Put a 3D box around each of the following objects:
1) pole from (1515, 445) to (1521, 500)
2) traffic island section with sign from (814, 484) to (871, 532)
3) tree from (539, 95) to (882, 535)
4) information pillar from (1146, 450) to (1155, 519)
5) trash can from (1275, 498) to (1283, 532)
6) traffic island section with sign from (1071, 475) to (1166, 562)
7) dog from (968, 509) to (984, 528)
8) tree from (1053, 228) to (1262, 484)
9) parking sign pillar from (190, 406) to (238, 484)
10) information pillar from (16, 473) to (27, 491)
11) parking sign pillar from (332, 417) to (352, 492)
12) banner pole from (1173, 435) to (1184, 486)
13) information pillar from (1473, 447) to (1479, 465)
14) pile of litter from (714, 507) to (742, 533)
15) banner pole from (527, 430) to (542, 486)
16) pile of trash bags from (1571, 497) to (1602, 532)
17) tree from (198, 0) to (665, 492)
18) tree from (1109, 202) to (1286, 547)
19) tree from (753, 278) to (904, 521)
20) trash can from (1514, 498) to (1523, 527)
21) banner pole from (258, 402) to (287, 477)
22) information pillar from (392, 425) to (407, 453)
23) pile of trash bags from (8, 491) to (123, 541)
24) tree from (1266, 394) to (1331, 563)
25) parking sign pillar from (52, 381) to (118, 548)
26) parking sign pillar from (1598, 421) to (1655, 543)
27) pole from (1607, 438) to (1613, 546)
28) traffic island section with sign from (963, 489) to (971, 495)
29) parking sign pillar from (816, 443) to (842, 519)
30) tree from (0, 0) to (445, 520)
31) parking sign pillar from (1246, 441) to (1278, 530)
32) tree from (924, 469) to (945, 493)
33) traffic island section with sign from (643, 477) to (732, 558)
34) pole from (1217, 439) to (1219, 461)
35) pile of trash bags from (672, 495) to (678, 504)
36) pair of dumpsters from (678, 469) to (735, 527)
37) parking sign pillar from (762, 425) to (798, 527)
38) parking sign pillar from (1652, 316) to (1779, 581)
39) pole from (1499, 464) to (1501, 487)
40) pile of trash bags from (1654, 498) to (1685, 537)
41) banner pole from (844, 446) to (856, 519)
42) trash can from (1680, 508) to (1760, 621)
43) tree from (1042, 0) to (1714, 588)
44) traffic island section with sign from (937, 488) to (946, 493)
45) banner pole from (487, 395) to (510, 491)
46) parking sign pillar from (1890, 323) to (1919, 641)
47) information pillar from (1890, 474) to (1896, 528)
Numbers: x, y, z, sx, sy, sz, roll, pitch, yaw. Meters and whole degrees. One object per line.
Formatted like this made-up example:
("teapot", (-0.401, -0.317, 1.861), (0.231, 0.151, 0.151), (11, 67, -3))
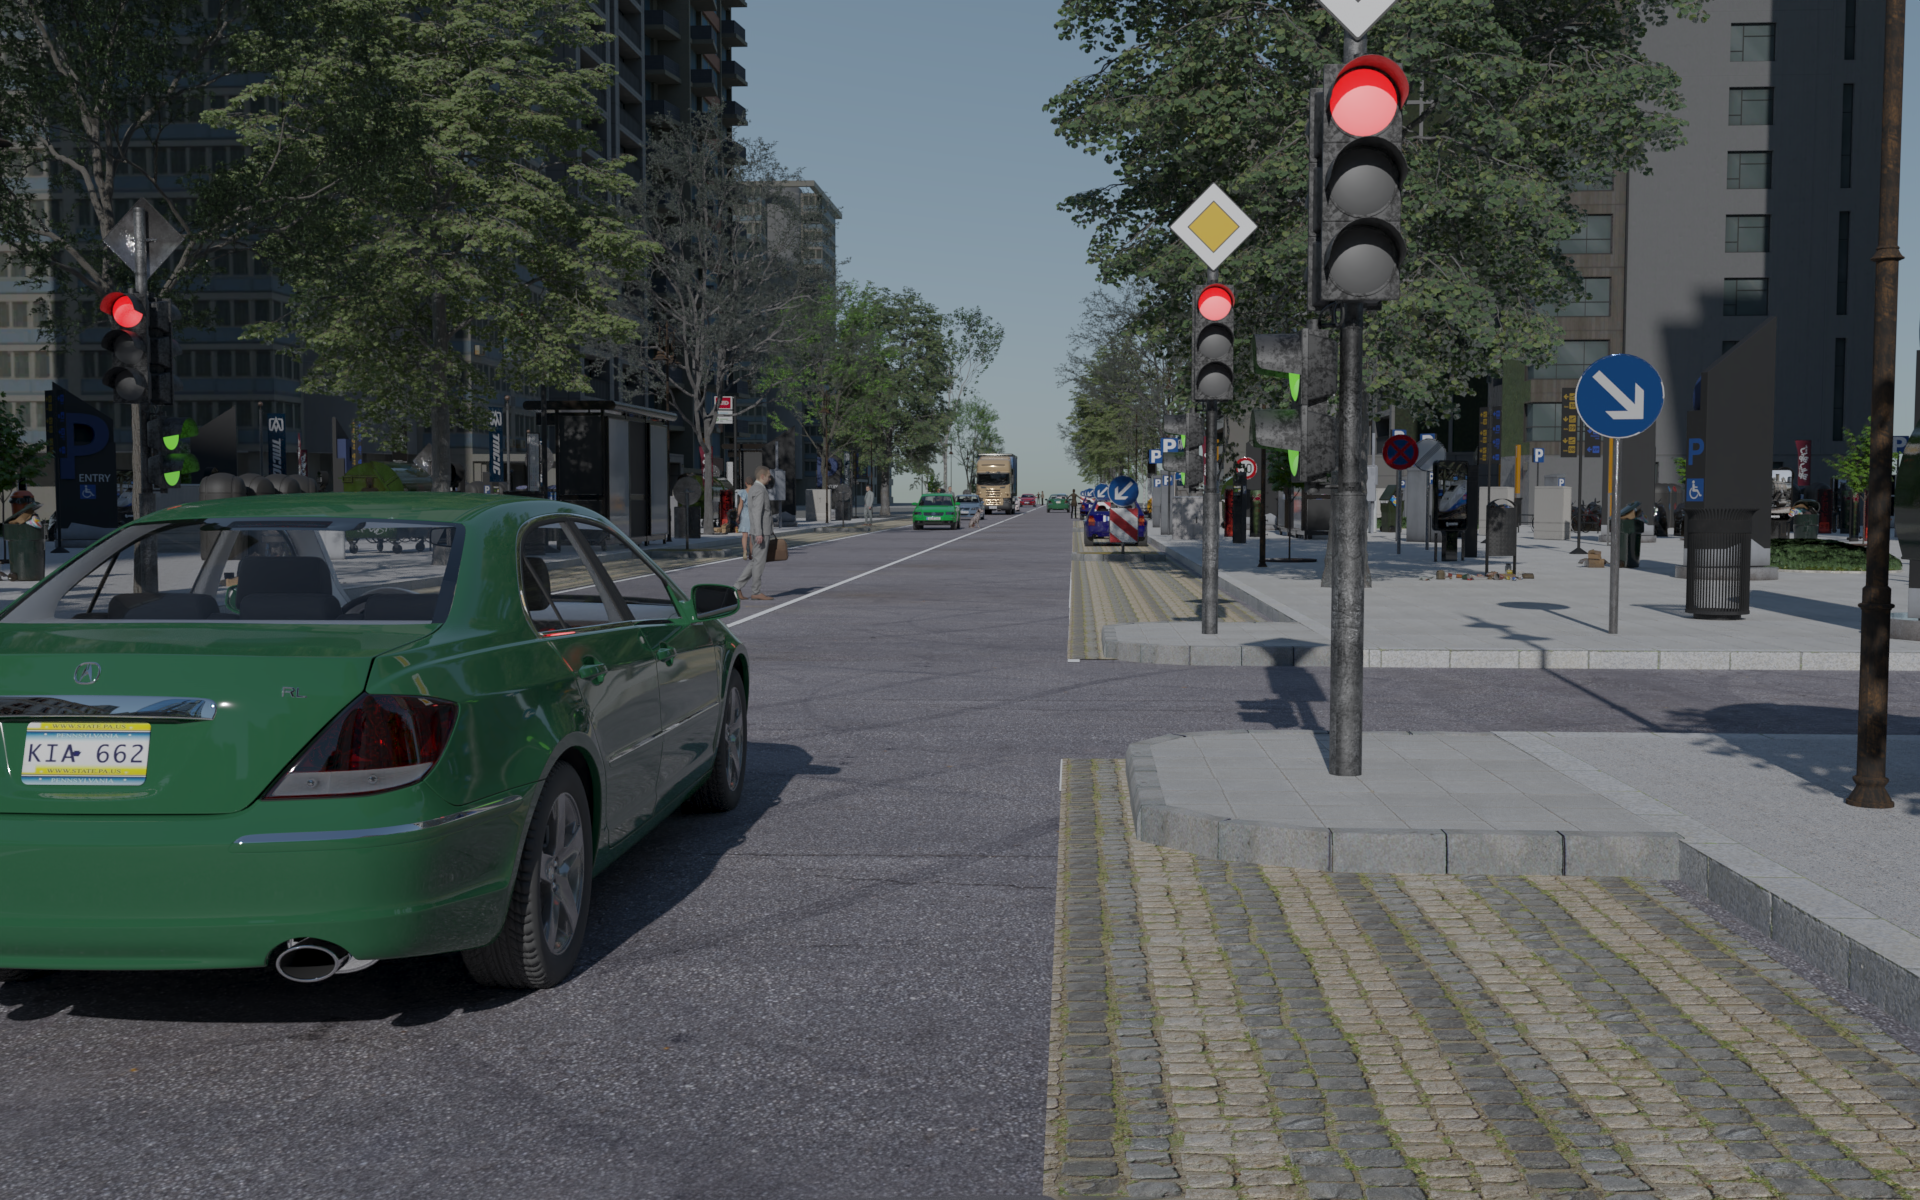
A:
("pole", (23.125, -4.770, 71.839), (0.158, 3.312, 0.155), (0, 3, 0))
("traffic island section with sign", (-4.467, -3.529, 66.324), (1.989, 1.847, 2.006), (0, 4, 4))
("tree", (-7.952, -8.794, 54.157), (12.009, 13.543, 11.850), (0, 3, 0))
("information pillar", (10.004, -6.057, 90.394), (0.504, 3.616, 0.183), (1, 4, 10))
("trash can", (11.161, -2.917, 59.351), (0.748, 1.137, 0.748), (0, 3, 0))
("traffic island section with sign", (3.407, -1.764, 37.464), (1.989, 1.847, 2.006), (0, 4, 4))
("dog", (0.579, -3.477, 73.679), (0.513, 0.831, 0.800), (-3, 4, -38))
("tree", (9.411, -10.285, 78.536), (12.009, 13.543, 11.850), (0, 3, 0))
("parking sign pillar", (-22.760, -3.939, 52.876), (1.447, 3.967, 1.447), (-1, 4, -20))
("information pillar", (-32.078, -3.348, 59.239), (0.304, 2.012, 0.304), (-3, 4, -36))
("parking sign pillar", (-21.760, -4.463, 61.435), (1.447, 3.967, 1.447), (0, 4, 4))
("banner pole", (8.286, -4.633, 65.770), (0.401, 3.779, 0.863), (-2, 4, -35))
("information pillar", (25.500, -5.765, 85.609), (0.183, 3.616, 0.504), (0, 4, -7))
("pile of litter", (-7.751, -2.659, 57.440), (1.176, 0.858, 1.719), (0, 4, -8))
("banner pole", (-16.597, -4.749, 67.670), (0.863, 3.779, 0.401), (-1, 4, -22))
("pile of trash bags", (21.332, -3.121, 60.788), (1.912, 1.369, 3.447), (0, 4, -1))
("tree", (-9.164, -6.879, 30.598), (7.486, 12.596, 7.792), (0, 3, 0))
("tree", (5.990, -5.570, 41.430), (4.360, 8.622, 3.978), (0, 3, 0))
("tree", (-6.464, -9.635, 83.280), (9.928, 11.665, 9.643), (0, 3, 0))
("trash can", (21.379, -3.381, 66.937), (0.748, 1.137, 0.748), (0, 3, 0))
("banner pole", (-18.754, -3.495, 47.155), (0.863, 3.779, 0.401), (-2, 4, -28))
("information pillar", (-18.108, -3.959, 56.085), (0.504, 3.616, 0.183), (-1, 4, -14))
("pile of trash bags", (-23.984, -2.267, 46.811), (1.912, 1.369, 3.447), (2, 4, 28))
("tree", (6.180, -2.331, 32.714), (1.663, 3.219, 1.824), (0, 3, 0))
("parking sign pillar", (-21.114, -3.263, 41.819), (1.447, 3.967, 1.447), (-2, 4, -34))
("parking sign pillar", (17.798, -3.523, 46.075), (1.447, 3.967, 1.447), (2, 4, 25))
("pole", (16.037, -2.983, 42.613), (0.158, 3.312, 0.155), (0, 3, 0))
("traffic island section with sign", (0.597, -8.204, 142.761), (1.989, 1.847, 2.006), (0, 4, 4))
("parking sign pillar", (-6.870, -6.264, 90.892), (1.447, 3.967, 1.447), (1, 4, 9))
("tree", (-10.436, -5.378, 22.342), (8.767, 10.594, 7.601), (1, 4, 8))
("parking sign pillar", (10.866, -4.482, 61.746), (1.447, 3.967, 1.447), (2, 4, 23))
("tree", (-2.151, -8.444, 132.660), (1.663, 3.219, 1.824), (0, 3, 0))
("traffic island section with sign", (-6.257, -1.878, 39.339), (1.989, 1.847, 2.006), (0, 4, 4))
("pole", (9.550, -4.336, 64.742), (0.158, 3.312, 0.155), (0, 3, 0))
("pile of trash bags", (-13.318, -4.132, 77.306), (1.912, 1.369, 3.447), (0, 4, 1))
("pair of dumpsters", (-9.838, -3.933, 66.803), (1.574, 2.255, 4.437), (0, 4, 4))
("parking sign pillar", (-7.093, -4.858, 67.904), (1.447, 3.967, 1.447), (0, 4, 0))
("parking sign pillar", (11.659, -2.310, 26.235), (1.447, 3.967, 1.447), (-1, 4, -20))
("pole", (27.978, -5.858, 89.627), (0.158, 3.312, 0.155), (0, 3, 0))
("pile of trash bags", (22.169, -2.598, 52.236), (3.447, 1.369, 1.912), (2, 4, 28))
("banner pole", (-5.718, -6.065, 89.181), (0.401, 3.779, 0.863), (3, 4, 37))
("trash can", (7.776, -0.373, 17.756), (0.748, 1.137, 0.748), (0, 3, 0))
("tree", (5.307, -7.154, 23.622), (9.857, 13.997, 8.962), (0, 3, 0))
("traffic island section with sign", (-1.200, -6.556, 115.819), (1.989, 1.847, 2.006), (0, 4, 4))
("banner pole", (-11.613, -3.294, 43.872), (0.401, 3.779, 0.863), (2, 4, 34))
("parking sign pillar", (8.959, -1.644, 15.352), (1.447, 3.967, 1.447), (-3, 4, -38))
("information pillar", (34.895, -3.690, 64.818), (0.304, 2.012, 0.304), (3, 5, 44))
